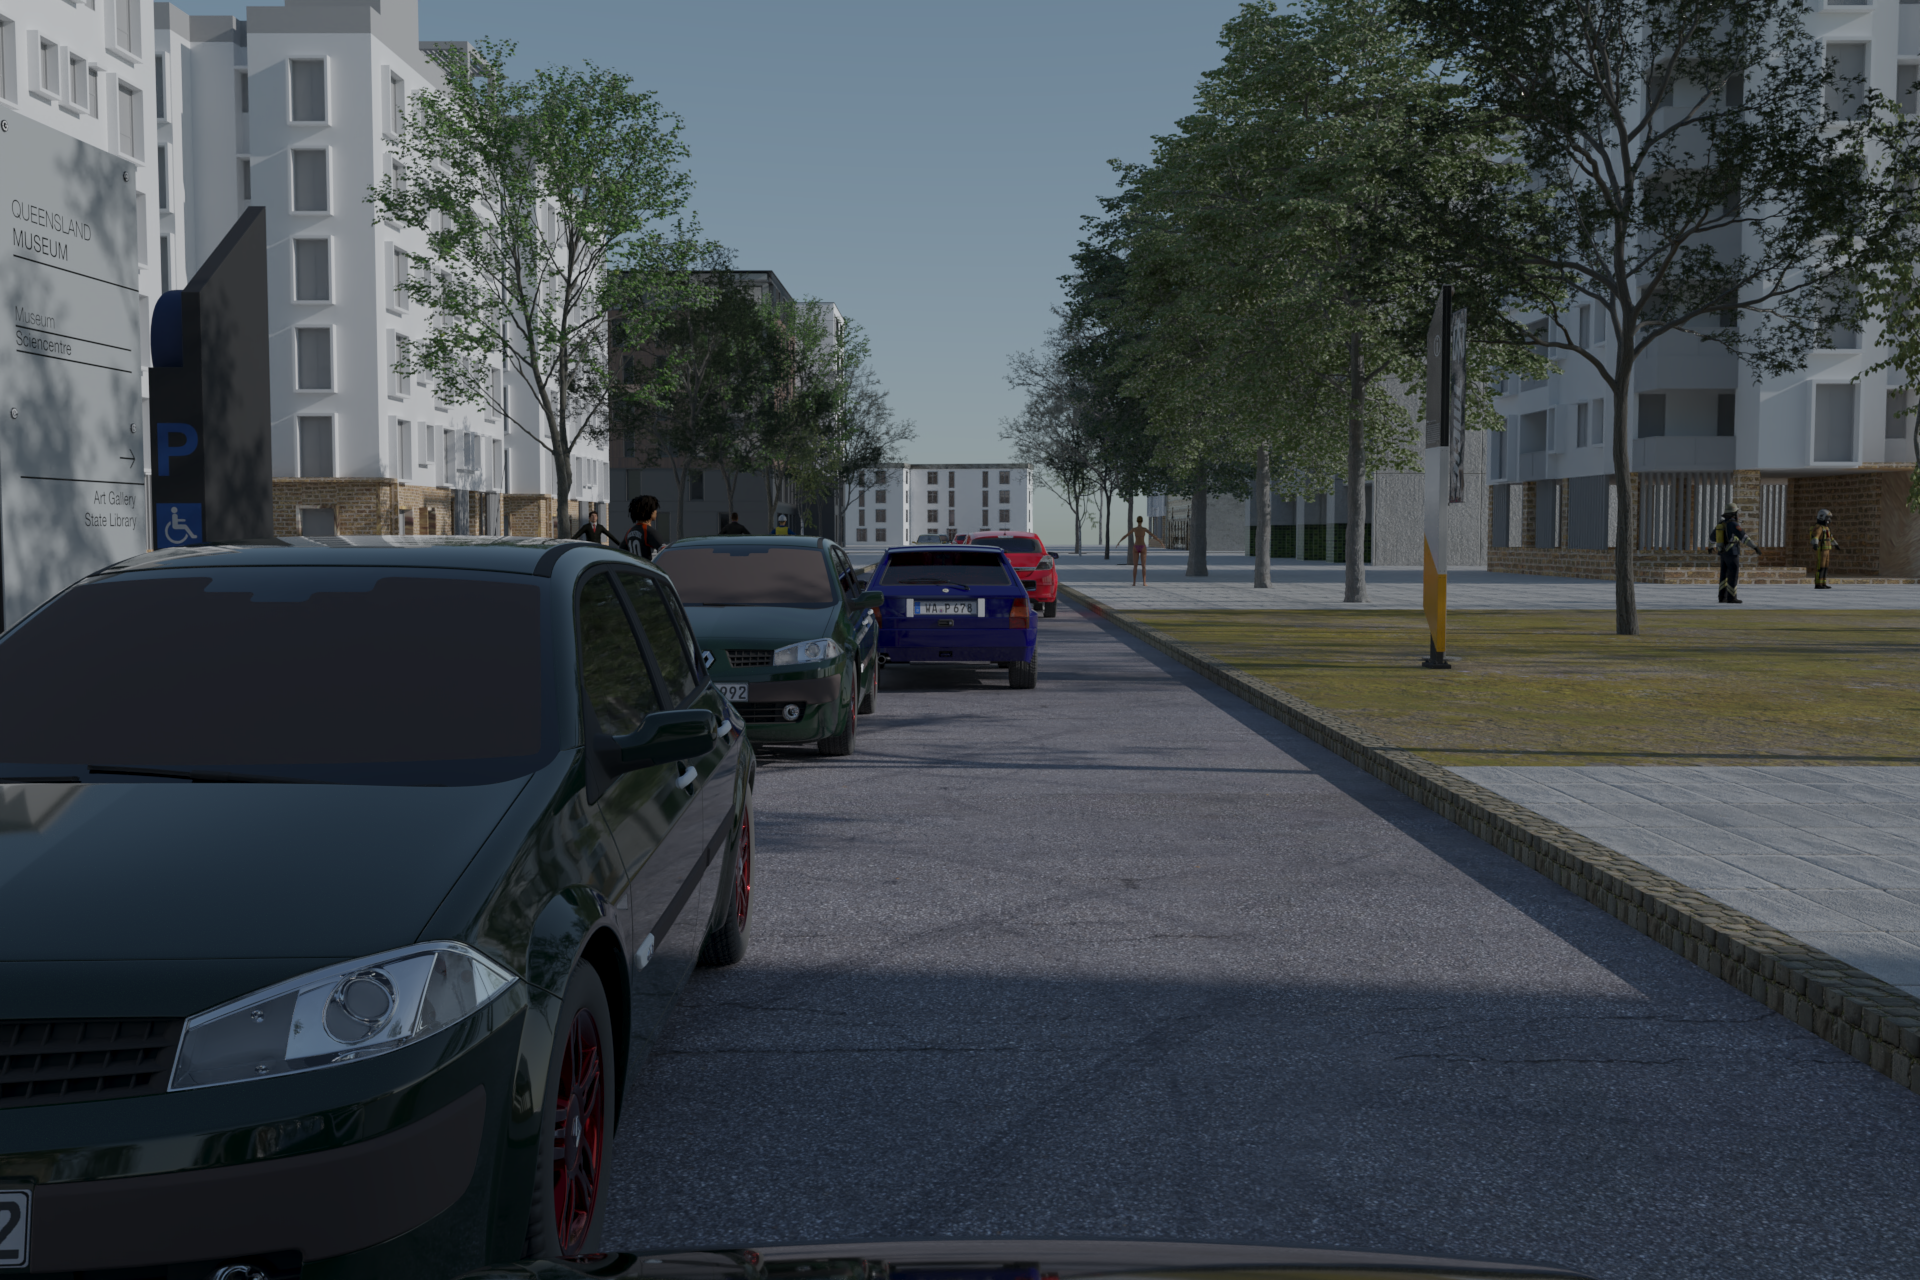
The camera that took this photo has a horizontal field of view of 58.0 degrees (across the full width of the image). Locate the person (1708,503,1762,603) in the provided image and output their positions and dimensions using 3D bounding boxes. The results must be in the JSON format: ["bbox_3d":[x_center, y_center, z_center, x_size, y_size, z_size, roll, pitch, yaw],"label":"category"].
[{"bbox_3d":[14.299,-1.611,32.124,0.705,1.856,1.354,-1,4,-16],"label":"person"}]

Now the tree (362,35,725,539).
[{"bbox_3d":[-8.523,-6.787,36.726,9.928,11.665,9.643,0,3,0],"label":"tree"}]

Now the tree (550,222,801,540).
[{"bbox_3d":[-8.711,-7.235,52.707,8.767,10.594,7.601,0,4,6],"label":"tree"}]

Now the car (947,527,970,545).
[{"bbox_3d":[0.411,-4.840,88.169,2.155,1.783,4.494,0,4,0],"label":"car"}]

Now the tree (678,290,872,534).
[{"bbox_3d":[-7.819,-8.995,72.831,9.928,11.665,9.643,0,3,0],"label":"tree"}]

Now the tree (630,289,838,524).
[{"bbox_3d":[-8.200,-7.887,63.362,8.767,10.594,7.601,1,4,15],"label":"tree"}]

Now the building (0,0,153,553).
[{"bbox_3d":[-27.713,-10.980,35.943,16.016,20.090,11.380,0,4,1],"label":"building"}]

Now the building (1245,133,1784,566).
[{"bbox_3d":[25.018,-13.363,84.938,16.747,18.905,31.486,0,3,0],"label":"building"}]

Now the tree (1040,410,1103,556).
[{"bbox_3d":[7.052,-9.124,99.539,4.360,8.622,3.978,0,3,0],"label":"tree"}]

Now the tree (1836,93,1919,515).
[{"bbox_3d":[15.381,-4.677,26.827,4.737,8.622,4.395,0,3,0],"label":"tree"}]

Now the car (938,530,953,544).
[{"bbox_3d":[-1.466,-6.472,115.597,2.009,1.686,4.222,0,4,0],"label":"car"}]

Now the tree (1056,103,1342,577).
[{"bbox_3d":[7.166,-8.907,52.280,9.857,13.997,8.962,0,3,0],"label":"tree"}]

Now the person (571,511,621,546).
[{"bbox_3d":[-8.330,-2.034,39.436,1.347,1.806,0.705,-2,4,-24],"label":"person"}]

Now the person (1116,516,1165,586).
[{"bbox_3d":[4.450,-2.202,42.812,1.217,1.733,0.721,1,4,11],"label":"person"}]

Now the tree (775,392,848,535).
[{"bbox_3d":[-7.819,-8.437,88.309,4.737,8.622,4.395,0,3,0],"label":"tree"}]

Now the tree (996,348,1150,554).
[{"bbox_3d":[7.448,-12.278,111.119,12.009,13.543,11.850,0,3,0],"label":"tree"}]

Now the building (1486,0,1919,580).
[{"bbox_3d":[22.838,-12.237,56.497,16.016,20.090,11.380,0,4,0],"label":"building"}]

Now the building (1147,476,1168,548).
[{"bbox_3d":[23.583,-19.156,169.617,16.016,20.090,11.380,0,4,0],"label":"building"}]

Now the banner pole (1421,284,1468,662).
[{"bbox_3d":[4.900,-1.666,17.255,0.401,3.779,0.863,0,4,-1],"label":"banner pole"}]

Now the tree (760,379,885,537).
[{"bbox_3d":[-8.121,-10.317,103.103,8.767,10.594,7.601,1,4,21],"label":"tree"}]

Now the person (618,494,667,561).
[{"bbox_3d":[-3.145,-0.544,17.502,1.345,1.843,0.704,3,5,43],"label":"person"}]

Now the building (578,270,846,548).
[{"bbox_3d":[-25.012,-18.756,150.634,27.936,21.610,32.646,0,4,0],"label":"building"}]

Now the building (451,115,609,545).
[{"bbox_3d":[-23.825,-13.658,79.730,16.016,20.090,11.380,0,4,1],"label":"building"}]

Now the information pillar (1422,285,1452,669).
[{"bbox_3d":[4.568,-1.543,16.588,0.183,3.616,0.504,0,4,-2],"label":"information pillar"}]

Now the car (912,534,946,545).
[{"bbox_3d":[-1.802,-5.593,101.662,2.015,1.641,3.980,0,4,0],"label":"car"}]

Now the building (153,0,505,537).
[{"bbox_3d":[-23.456,-12.284,57.258,16.016,20.090,11.380,0,4,0],"label":"building"}]

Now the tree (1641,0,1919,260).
[{"bbox_3d":[7.236,-4.591,9.481,8.767,10.594,7.601,3,5,40],"label":"tree"}]

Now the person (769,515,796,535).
[{"bbox_3d":[-4.556,-2.335,44.638,1.216,1.772,0.721,0,4,5],"label":"person"}]

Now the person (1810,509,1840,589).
[{"bbox_3d":[20.121,-2.115,40.346,1.354,1.858,0.705,-3,5,-42],"label":"person"}]

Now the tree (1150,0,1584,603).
[{"bbox_3d":[7.338,-6.948,31.731,7.486,12.596,7.792,0,3,0],"label":"tree"}]

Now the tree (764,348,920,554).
[{"bbox_3d":[-7.766,-12.434,113.667,12.009,13.543,11.850,0,3,0],"label":"tree"}]

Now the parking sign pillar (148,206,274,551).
[{"bbox_3d":[-5.902,-1.543,13.694,1.447,3.967,1.447,0,3,0],"label":"parking sign pillar"}]

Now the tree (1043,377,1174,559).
[{"bbox_3d":[7.740,-9.357,87.406,7.601,10.594,8.767,-2,4,-28],"label":"tree"}]

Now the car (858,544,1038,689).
[{"bbox_3d":[-0.172,-0.292,17.357,1.945,1.354,3.894,0,4,-1],"label":"car"}]

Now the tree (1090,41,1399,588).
[{"bbox_3d":[6.804,-7.502,40.786,7.486,12.596,7.792,0,3,0],"label":"tree"}]

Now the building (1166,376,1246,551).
[{"bbox_3d":[26.875,-18.827,138.750,19.493,23.208,18.063,0,4,0],"label":"building"}]

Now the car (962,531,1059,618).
[{"bbox_3d":[0.740,-1.351,31.137,2.155,1.783,4.494,0,4,-1],"label":"car"}]

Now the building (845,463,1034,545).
[{"bbox_3d":[-5.758,-15.898,204.539,28.070,9.664,9.099,1,4,10],"label":"building"}]

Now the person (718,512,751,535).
[{"bbox_3d":[-5.388,-2.162,41.569,1.346,1.802,0.704,1,4,9],"label":"person"}]

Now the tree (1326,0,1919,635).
[{"bbox_3d":[8.207,-5.352,21.917,7.601,10.594,8.767,1,4,11],"label":"tree"}]

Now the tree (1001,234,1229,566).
[{"bbox_3d":[6.900,-9.811,70.780,12.009,13.543,11.850,0,3,0],"label":"tree"}]

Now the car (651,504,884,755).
[{"bbox_3d":[-1.523,-0.163,12.450,2.009,1.686,4.222,0,4,0],"label":"car"}]

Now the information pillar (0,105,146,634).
[{"bbox_3d":[-5.319,-1.160,10.277,0.184,3.620,1.656,0,4,1],"label":"information pillar"}]

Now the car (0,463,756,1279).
[{"bbox_3d":[-1.550,0.329,4.411,2.009,1.686,4.222,0,4,0],"label":"car"}]

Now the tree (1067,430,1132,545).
[{"bbox_3d":[17.511,-21.443,206.478,12.611,20.169,13.585,0,3,0],"label":"tree"}]
